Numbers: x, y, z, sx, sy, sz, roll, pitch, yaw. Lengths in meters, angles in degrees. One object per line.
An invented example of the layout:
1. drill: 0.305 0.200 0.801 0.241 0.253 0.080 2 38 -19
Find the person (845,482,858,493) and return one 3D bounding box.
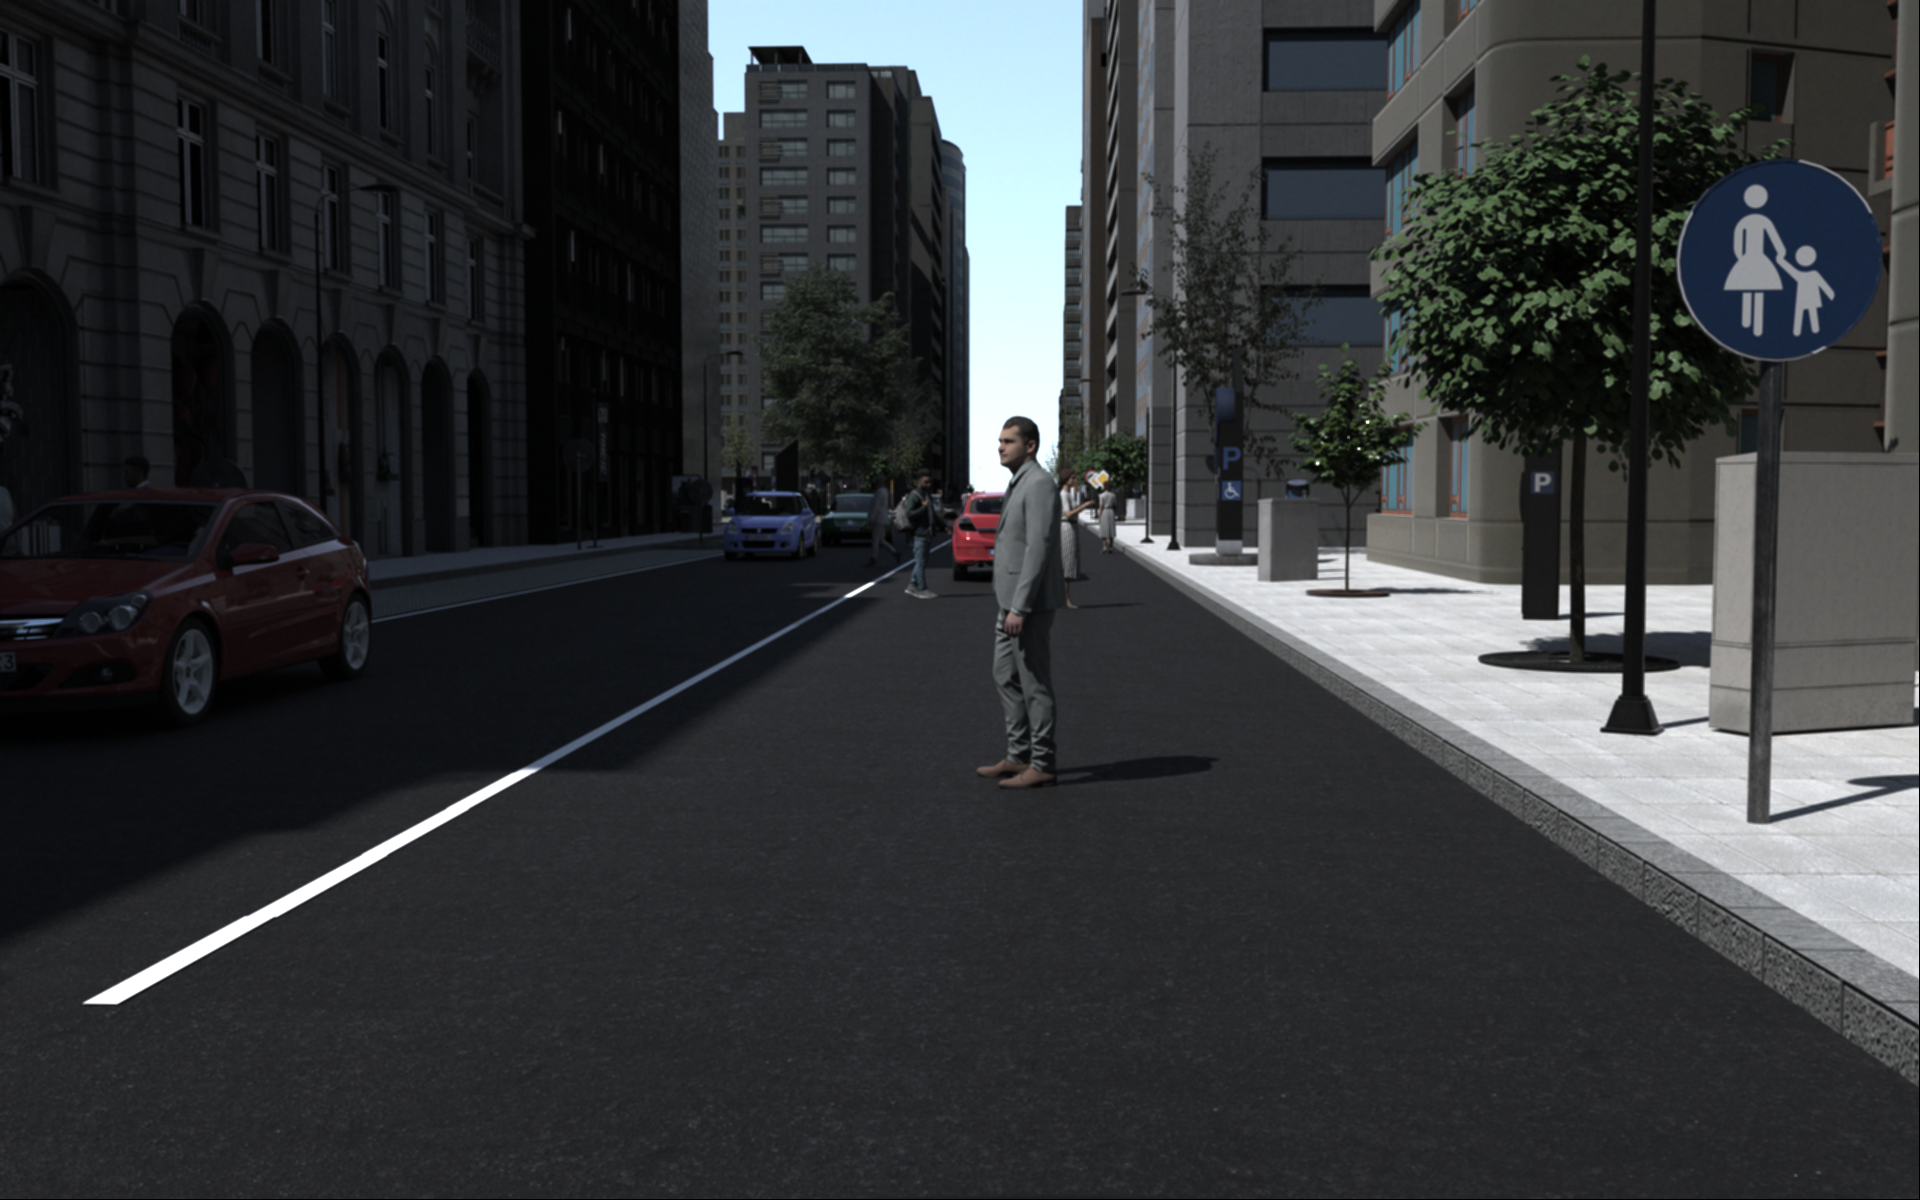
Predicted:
1. person: -3.683 -3.127 59.498 0.514 1.842 0.818 -2 4 -23

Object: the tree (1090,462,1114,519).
1. tree: 7.421 -5.803 89.473 1.663 3.219 1.824 0 3 0

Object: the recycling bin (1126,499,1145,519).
1. recycling bin: 9.119 -4.738 90.016 0.722 1.027 0.722 -2 4 -33

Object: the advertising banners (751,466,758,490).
1. advertising banners: -12.320 -6.892 108.867 0.090 3.025 2.074 3 5 43

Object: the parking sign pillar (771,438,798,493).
1. parking sign pillar: -8.414 -5.793 83.195 1.447 3.967 1.447 -3 5 -40

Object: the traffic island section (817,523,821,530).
1. traffic island section: -5.699 -2.972 70.865 2.009 0.180 2.903 0 4 2

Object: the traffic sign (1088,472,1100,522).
1. traffic sign: 6.156 -4.564 78.260 0.795 2.450 0.064 0 4 2

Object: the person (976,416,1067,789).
1. person: 0.330 0.005 8.511 0.391 1.810 0.635 -1 4 -11

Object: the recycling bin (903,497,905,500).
1. recycling bin: -4.615 -8.608 153.293 0.722 1.027 0.722 -2 4 -31

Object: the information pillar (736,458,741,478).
1. information pillar: -14.544 -7.493 113.860 0.183 3.616 0.504 1 4 21

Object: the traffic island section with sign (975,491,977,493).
1. traffic island section with sign: 3.794 -17.100 288.206 1.989 1.847 2.006 0 4 2

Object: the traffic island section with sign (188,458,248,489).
1. traffic island section with sign: -8.012 -0.582 18.149 1.989 1.847 2.006 0 4 2

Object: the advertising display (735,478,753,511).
1. advertising display: -8.589 -3.896 68.905 0.974 1.923 0.123 3 5 42

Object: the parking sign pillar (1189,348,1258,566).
1. parking sign pillar: 4.899 -2.629 31.453 1.447 3.967 1.447 0 4 6

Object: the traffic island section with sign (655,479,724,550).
1. traffic island section with sign: -6.821 -2.245 45.329 1.989 1.847 2.006 0 4 2

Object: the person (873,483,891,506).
1. person: -2.556 -2.885 55.851 0.592 1.802 0.473 3 5 44

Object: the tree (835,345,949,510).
1. tree: -5.479 -13.976 138.880 12.009 13.543 11.850 0 3 0

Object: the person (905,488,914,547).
1. person: -1.378 -2.244 46.997 0.330 1.601 0.589 0 4 7

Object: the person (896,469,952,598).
1. person: -0.521 -0.921 23.910 0.721 1.781 0.623 1 4 15

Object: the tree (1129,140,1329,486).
1. tree: 5.497 -5.248 36.170 4.360 8.622 3.978 0 3 0

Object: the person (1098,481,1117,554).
1. person: 3.536 -2.002 41.796 0.480 1.755 0.524 -1 4 -22

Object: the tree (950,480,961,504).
1. tree: -0.935 -14.463 231.064 1.663 3.219 1.824 0 3 0

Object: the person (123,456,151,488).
1. person: -7.677 -0.465 16.369 0.850 1.792 0.678 -2 4 -27

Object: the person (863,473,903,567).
1. person: -1.524 -1.583 34.265 0.818 1.842 0.514 -1 4 -10

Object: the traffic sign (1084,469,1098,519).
1. traffic sign: 6.698 -5.376 88.003 0.768 2.556 0.104 0 4 4

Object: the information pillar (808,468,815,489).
1. information pillar: -12.494 -9.508 146.815 0.504 3.616 0.183 -2 4 -25

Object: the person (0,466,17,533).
1. person: -7.631 -0.274 13.459 0.515 1.767 0.782 1 4 12

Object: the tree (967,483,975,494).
1. tree: 1.740 -17.986 288.664 1.663 3.219 1.824 0 3 0

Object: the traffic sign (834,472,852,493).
1. traffic sign: -5.326 -4.596 78.780 0.795 2.450 0.064 0 4 2

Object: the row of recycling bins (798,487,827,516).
1. row of recycling bins: -9.158 -5.780 101.615 1.069 1.692 3.534 3 5 42

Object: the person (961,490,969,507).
1. person: 0.360 -6.204 110.771 0.563 1.720 0.643 0 4 7

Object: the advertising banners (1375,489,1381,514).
1. advertising banners: 28.092 -7.276 115.143 0.090 3.025 2.074 2 4 31

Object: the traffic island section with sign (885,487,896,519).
1. traffic island section with sign: -4.369 -5.672 101.369 1.989 1.847 2.006 0 4 2

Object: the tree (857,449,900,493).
1. tree: -5.854 -8.191 117.633 4.285 4.588 4.351 0 3 0

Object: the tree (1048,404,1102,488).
1. tree: 9.837 -11.671 141.177 4.737 8.622 4.395 0 3 0

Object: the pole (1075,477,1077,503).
1. pole: 7.950 -7.642 118.788 0.158 3.312 0.155 0 3 0

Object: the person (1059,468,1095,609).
1. person: 1.441 -0.773 21.710 0.524 1.755 0.480 0 4 6

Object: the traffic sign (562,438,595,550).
1. traffic sign: -8.735 -2.420 39.668 0.768 2.556 0.104 0 4 3

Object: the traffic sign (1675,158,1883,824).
1. traffic sign: 3.119 -0.403 6.689 0.768 2.556 0.104 0 4 3

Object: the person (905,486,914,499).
1. person: -2.541 -4.949 89.264 0.661 1.843 0.795 -2 4 -31

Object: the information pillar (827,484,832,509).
1. information pillar: -9.042 -7.111 120.760 0.304 2.012 0.304 -2 4 -34

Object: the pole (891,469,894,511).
1. pole: -5.053 -8.304 129.612 0.158 3.312 0.155 0 3 0

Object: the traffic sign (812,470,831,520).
1. traffic sign: -5.675 -4.108 70.803 0.795 2.450 0.064 0 4 2

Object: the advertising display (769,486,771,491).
1. advertising display: -15.085 -8.222 139.636 0.123 1.923 0.974 2 4 31

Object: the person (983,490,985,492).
1. person: 2.449 -10.447 179.322 0.705 1.822 1.348 2 4 29

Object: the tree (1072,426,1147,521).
1. tree: 7.968 -6.133 83.983 4.285 4.588 4.351 0 3 0

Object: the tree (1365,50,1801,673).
1. tree: 4.753 -1.789 12.967 4.285 4.588 4.351 0 3 0

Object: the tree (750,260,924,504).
1. tree: -6.765 -11.464 94.097 9.857 13.997 8.962 0 3 0

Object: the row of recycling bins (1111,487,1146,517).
1. row of recycling bins: 11.277 -6.121 107.190 3.534 1.692 1.069 0 4 3

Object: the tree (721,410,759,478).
1. tree: -19.258 -12.250 150.646 4.737 8.622 4.395 0 3 0

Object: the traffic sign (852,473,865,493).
1. traffic sign: -5.997 -6.245 102.207 0.768 2.556 0.104 0 4 5

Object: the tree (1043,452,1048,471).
1. tree: 13.500 -17.569 237.614 4.737 8.622 4.395 0 3 0

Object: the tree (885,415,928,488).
1. tree: -4.611 -12.318 151.753 4.737 8.622 4.395 0 3 0

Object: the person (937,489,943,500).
1. person: -1.703 -8.475 147.042 0.580 1.828 0.573 1 4 16

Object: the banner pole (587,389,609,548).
1. banner pole: -8.649 -3.154 41.577 0.401 3.779 0.863 1 4 23

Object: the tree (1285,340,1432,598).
1. tree: 4.867 -1.675 21.982 1.663 3.219 1.824 0 3 0

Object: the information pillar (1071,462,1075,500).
1. information pillar: 8.159 -8.189 125.251 0.183 3.616 0.504 -2 4 -24

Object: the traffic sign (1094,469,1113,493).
1. traffic sign: 5.807 -4.076 70.282 0.795 2.450 0.064 0 4 2

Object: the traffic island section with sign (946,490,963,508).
1. traffic island section with sign: -1.026 -10.355 177.924 1.989 1.847 2.006 0 4 2

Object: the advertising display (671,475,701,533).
1. advertising display: -9.043 -3.177 57.151 0.974 1.923 0.123 0 4 -4
